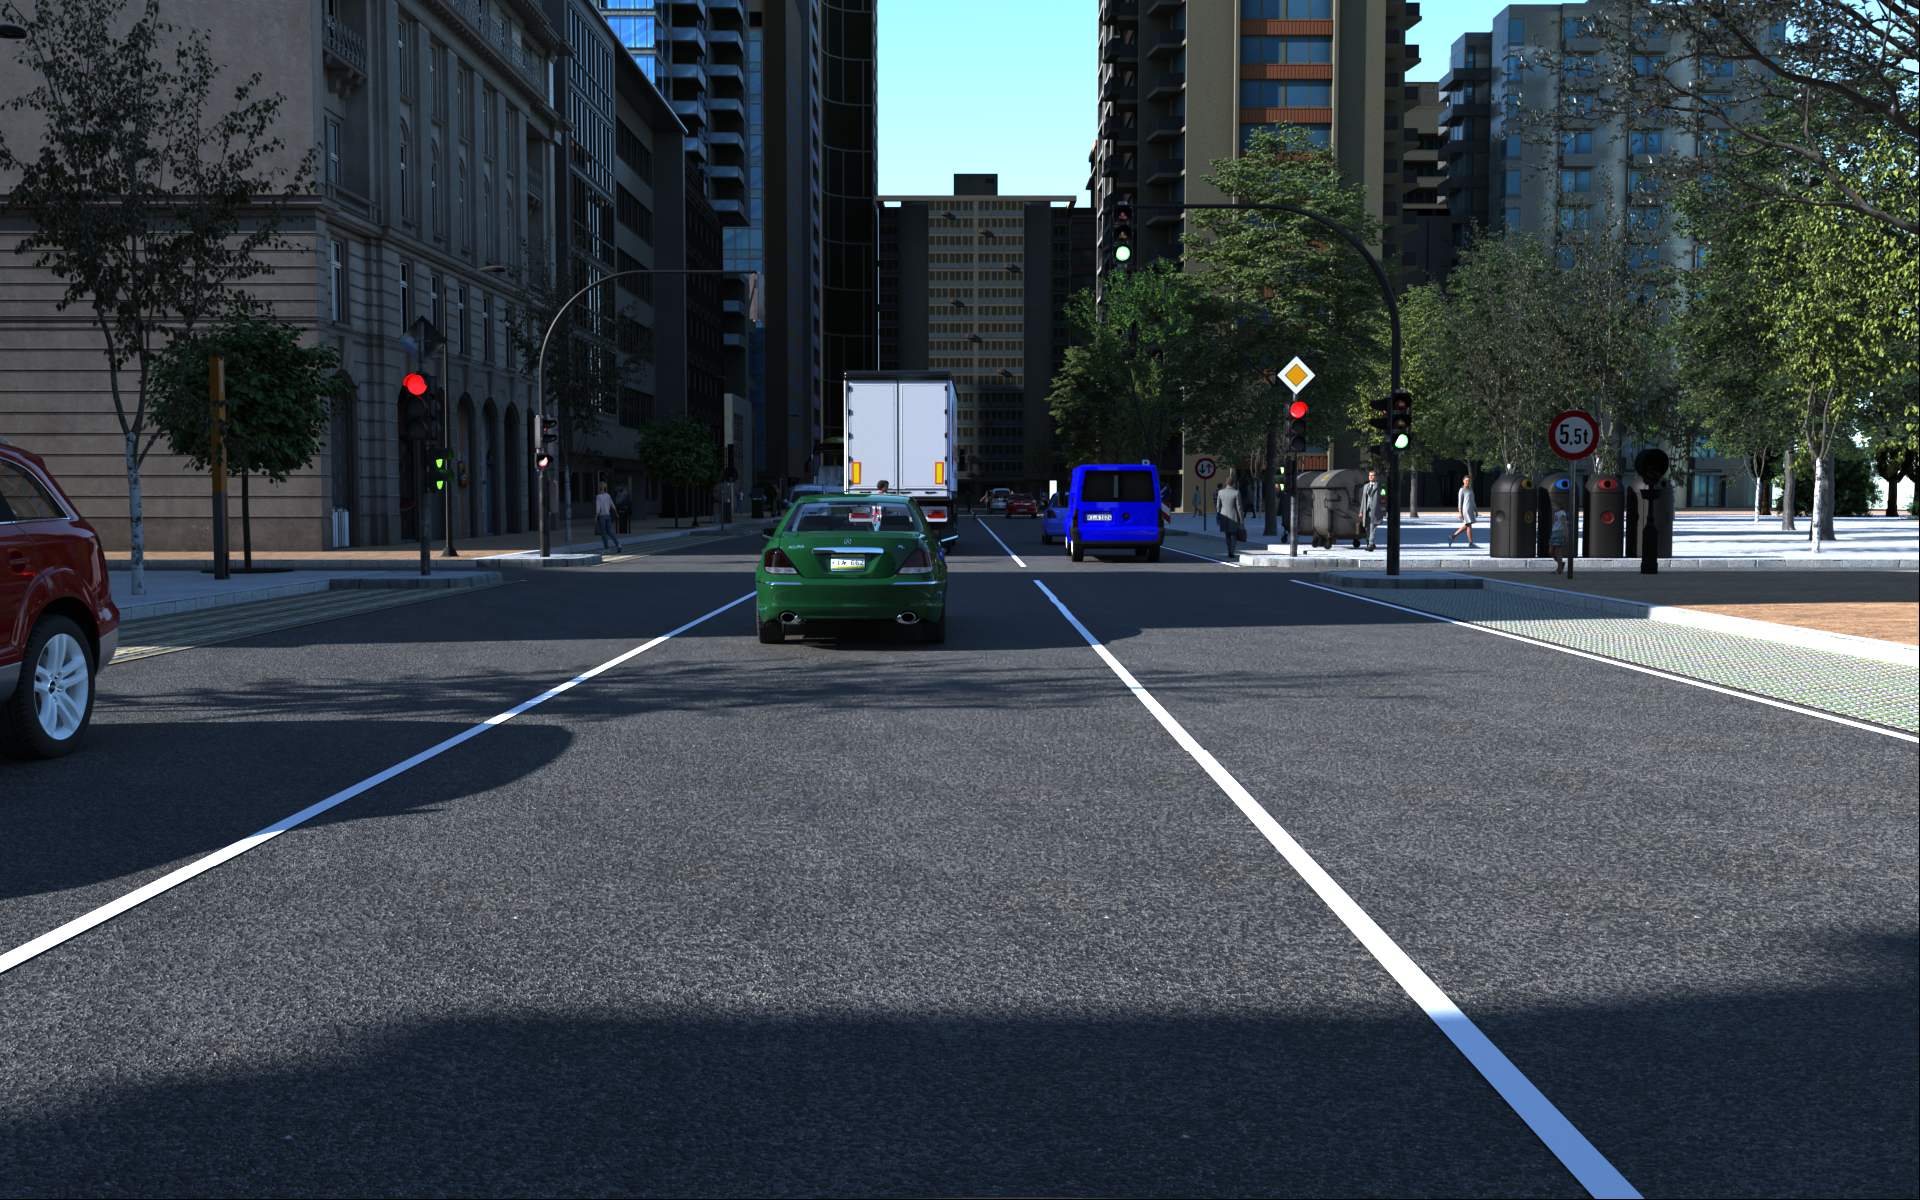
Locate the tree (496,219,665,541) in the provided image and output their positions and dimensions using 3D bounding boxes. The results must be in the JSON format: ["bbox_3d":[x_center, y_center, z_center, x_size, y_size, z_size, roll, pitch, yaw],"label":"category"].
[{"bbox_3d":[-10.484,-5.913,47.045,4.360,8.622,3.978,0,3,0],"label":"tree"}]

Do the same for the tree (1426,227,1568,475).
[{"bbox_3d":[26.811,-10.753,82.467,9.857,13.997,8.962,0,3,0],"label":"tree"}]

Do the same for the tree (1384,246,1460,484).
[{"bbox_3d":[14.162,-5.789,45.015,4.360,8.622,3.978,0,3,0],"label":"tree"}]

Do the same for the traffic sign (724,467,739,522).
[{"bbox_3d":[-10.530,-4.858,79.535,0.768,2.556,0.104,1,4,10],"label":"traffic sign"}]

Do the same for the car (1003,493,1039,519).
[{"bbox_3d":[3.605,-5.705,102.321,2.155,1.783,4.494,0,3,0],"label":"car"}]

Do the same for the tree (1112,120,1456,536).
[{"bbox_3d":[10.003,-8.253,53.056,7.486,12.596,7.792,0,3,0],"label":"tree"}]

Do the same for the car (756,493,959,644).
[{"bbox_3d":[-1.062,-0.382,18.044,2.131,1.459,4.920,0,4,-1],"label":"car"}]

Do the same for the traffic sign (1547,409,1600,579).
[{"bbox_3d":[9.244,-1.594,26.161,0.768,2.556,0.104,0,4,7],"label":"traffic sign"}]

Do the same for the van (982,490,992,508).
[{"bbox_3d":[3.397,-10.948,186.018,2.013,2.044,4.112,0,4,-1],"label":"van"}]

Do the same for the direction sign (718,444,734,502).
[{"bbox_3d":[-10.590,-5.292,78.514,0.876,3.537,0.379,2,4,31],"label":"direction sign"}]

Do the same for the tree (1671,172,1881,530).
[{"bbox_3d":[29.110,-8.757,61.308,7.486,12.596,7.792,0,3,0],"label":"tree"}]

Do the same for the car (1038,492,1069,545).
[{"bbox_3d":[3.240,-2.481,50.155,1.945,1.707,3.694,0,4,1],"label":"car"}]

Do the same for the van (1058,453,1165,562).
[{"bbox_3d":[3.334,-2.071,38.249,2.240,2.365,5.245,0,4,2],"label":"van"}]

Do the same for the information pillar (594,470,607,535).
[{"bbox_3d":[-11.194,-3.025,53.955,0.304,2.012,0.304,-3,4,-38],"label":"information pillar"}]

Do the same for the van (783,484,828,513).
[{"bbox_3d":[-6.025,-3.797,69.095,2.013,2.044,4.112,0,4,-2],"label":"van"}]

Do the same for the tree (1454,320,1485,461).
[{"bbox_3d":[24.653,-10.722,93.425,7.486,12.596,7.792,0,3,0],"label":"tree"}]

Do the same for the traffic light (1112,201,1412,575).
[{"bbox_3d":[4.737,-3.212,27.180,4.771,5.953,1.251,0,4,0],"label":"traffic light"}]

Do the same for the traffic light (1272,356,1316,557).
[{"bbox_3d":[6.806,-2.837,35.312,0.839,4.253,0.868,0,4,0],"label":"traffic light"}]

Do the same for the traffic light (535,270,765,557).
[{"bbox_3d":[-6.364,-3.708,35.295,4.771,5.953,1.251,0,4,0],"label":"traffic light"}]

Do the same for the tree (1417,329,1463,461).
[{"bbox_3d":[30.528,-10.846,103.089,9.928,11.665,9.643,0,3,0],"label":"tree"}]

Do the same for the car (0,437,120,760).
[{"bbox_3d":[-5.859,0.048,7.888,2.281,1.827,5.304,0,4,-1],"label":"car"}]

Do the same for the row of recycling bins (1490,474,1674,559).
[{"bbox_3d":[12.470,-1.696,34.836,3.534,1.692,1.069,0,4,2],"label":"row of recycling bins"}]

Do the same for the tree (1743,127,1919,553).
[{"bbox_3d":[18.788,-5.319,37.331,4.737,8.622,4.395,0,3,0],"label":"tree"}]

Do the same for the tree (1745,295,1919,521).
[{"bbox_3d":[53.914,-12.206,101.394,18.604,14.587,13.155,-1,4,-21],"label":"tree"}]

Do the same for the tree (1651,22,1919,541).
[{"bbox_3d":[23.895,-8.634,47.828,9.857,13.997,8.962,0,3,0],"label":"tree"}]

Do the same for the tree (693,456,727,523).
[{"bbox_3d":[-11.165,-5.011,76.524,1.663,3.219,1.824,0,3,0],"label":"tree"}]

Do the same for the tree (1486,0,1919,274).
[{"bbox_3d":[10.065,-6.455,15.910,12.009,13.543,11.850,0,3,0],"label":"tree"}]

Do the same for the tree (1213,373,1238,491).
[{"bbox_3d":[15.709,-8.477,88.969,4.360,8.622,3.978,0,3,0],"label":"tree"}]

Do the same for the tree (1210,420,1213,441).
[{"bbox_3d":[16.698,-8.936,96.459,4.360,8.622,3.978,0,3,0],"label":"tree"}]

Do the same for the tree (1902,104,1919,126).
[{"bbox_3d":[14.272,-4.498,23.906,4.737,8.622,4.395,0,3,0],"label":"tree"}]

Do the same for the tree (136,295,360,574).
[{"bbox_3d":[-11.678,-2.739,28.494,4.285,4.588,4.351,0,3,0],"label":"tree"}]

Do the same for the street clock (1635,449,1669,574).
[{"bbox_3d":[11.071,-1.419,27.764,0.471,2.002,0.358,-1,4,-11],"label":"street clock"}]

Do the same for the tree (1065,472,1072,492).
[{"bbox_3d":[9.490,-8.883,139.841,1.663,3.219,1.824,0,3,0],"label":"tree"}]

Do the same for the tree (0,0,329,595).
[{"bbox_3d":[-10.323,-4.361,21.659,4.360,8.622,3.978,0,3,0],"label":"tree"}]

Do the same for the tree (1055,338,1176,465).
[{"bbox_3d":[9.054,-10.224,101.567,7.601,10.594,8.767,0,4,-1],"label":"tree"}]

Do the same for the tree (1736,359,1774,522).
[{"bbox_3d":[36.251,-7.845,78.628,4.360,8.622,3.978,0,3,0],"label":"tree"}]

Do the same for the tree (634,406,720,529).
[{"bbox_3d":[-10.602,-4.972,65.009,4.285,4.588,4.351,0,3,0],"label":"tree"}]

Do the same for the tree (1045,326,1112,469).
[{"bbox_3d":[9.468,-12.055,115.231,7.486,12.596,7.792,0,3,0],"label":"tree"}]

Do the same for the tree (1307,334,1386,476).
[{"bbox_3d":[18.559,-7.777,77.509,4.360,8.622,3.978,0,3,0],"label":"tree"}]

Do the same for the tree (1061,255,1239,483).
[{"bbox_3d":[8.652,-9.252,77.034,9.928,11.665,9.643,0,3,0],"label":"tree"}]

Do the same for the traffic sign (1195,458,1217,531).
[{"bbox_3d":[8.570,-3.694,60.497,0.768,2.556,0.104,0,4,3],"label":"traffic sign"}]

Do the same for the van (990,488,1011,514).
[{"bbox_3d":[3.013,-7.350,127.185,2.013,2.044,4.112,0,4,0],"label":"van"}]

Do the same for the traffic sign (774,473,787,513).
[{"bbox_3d":[-10.922,-6.432,105.272,0.768,2.556,0.104,0,4,7],"label":"traffic sign"}]

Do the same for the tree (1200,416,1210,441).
[{"bbox_3d":[16.903,-9.499,105.663,4.360,8.622,3.978,0,3,0],"label":"tree"}]

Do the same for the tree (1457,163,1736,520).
[{"bbox_3d":[13.830,-5.355,37.914,4.360,8.622,3.978,0,3,0],"label":"tree"}]

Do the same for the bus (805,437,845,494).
[{"bbox_3d":[-4.917,-5.279,77.854,2.896,3.916,12.252,0,4,1],"label":"bus"}]

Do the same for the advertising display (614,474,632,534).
[{"bbox_3d":[-10.943,-3.119,56.211,0.123,1.923,0.974,-3,5,-40],"label":"advertising display"}]

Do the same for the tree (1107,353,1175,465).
[{"bbox_3d":[9.654,-8.608,91.101,4.737,8.622,4.395,0,3,0],"label":"tree"}]

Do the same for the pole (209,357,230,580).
[{"bbox_3d":[-11.109,-1.965,25.977,0.158,3.312,0.155,0,3,0],"label":"pole"}]

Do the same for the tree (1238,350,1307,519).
[{"bbox_3d":[16.273,-8.144,83.518,4.360,8.622,3.978,0,3,0],"label":"tree"}]

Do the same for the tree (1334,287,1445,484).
[{"bbox_3d":[15.519,-6.835,62.111,4.737,8.622,4.395,0,3,0],"label":"tree"}]

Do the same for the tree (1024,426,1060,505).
[{"bbox_3d":[8.767,-14.551,188.274,4.737,8.622,4.395,0,3,0],"label":"tree"}]

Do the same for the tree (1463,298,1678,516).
[{"bbox_3d":[34.465,-10.241,93.198,9.928,11.665,9.643,0,3,0],"label":"tree"}]
